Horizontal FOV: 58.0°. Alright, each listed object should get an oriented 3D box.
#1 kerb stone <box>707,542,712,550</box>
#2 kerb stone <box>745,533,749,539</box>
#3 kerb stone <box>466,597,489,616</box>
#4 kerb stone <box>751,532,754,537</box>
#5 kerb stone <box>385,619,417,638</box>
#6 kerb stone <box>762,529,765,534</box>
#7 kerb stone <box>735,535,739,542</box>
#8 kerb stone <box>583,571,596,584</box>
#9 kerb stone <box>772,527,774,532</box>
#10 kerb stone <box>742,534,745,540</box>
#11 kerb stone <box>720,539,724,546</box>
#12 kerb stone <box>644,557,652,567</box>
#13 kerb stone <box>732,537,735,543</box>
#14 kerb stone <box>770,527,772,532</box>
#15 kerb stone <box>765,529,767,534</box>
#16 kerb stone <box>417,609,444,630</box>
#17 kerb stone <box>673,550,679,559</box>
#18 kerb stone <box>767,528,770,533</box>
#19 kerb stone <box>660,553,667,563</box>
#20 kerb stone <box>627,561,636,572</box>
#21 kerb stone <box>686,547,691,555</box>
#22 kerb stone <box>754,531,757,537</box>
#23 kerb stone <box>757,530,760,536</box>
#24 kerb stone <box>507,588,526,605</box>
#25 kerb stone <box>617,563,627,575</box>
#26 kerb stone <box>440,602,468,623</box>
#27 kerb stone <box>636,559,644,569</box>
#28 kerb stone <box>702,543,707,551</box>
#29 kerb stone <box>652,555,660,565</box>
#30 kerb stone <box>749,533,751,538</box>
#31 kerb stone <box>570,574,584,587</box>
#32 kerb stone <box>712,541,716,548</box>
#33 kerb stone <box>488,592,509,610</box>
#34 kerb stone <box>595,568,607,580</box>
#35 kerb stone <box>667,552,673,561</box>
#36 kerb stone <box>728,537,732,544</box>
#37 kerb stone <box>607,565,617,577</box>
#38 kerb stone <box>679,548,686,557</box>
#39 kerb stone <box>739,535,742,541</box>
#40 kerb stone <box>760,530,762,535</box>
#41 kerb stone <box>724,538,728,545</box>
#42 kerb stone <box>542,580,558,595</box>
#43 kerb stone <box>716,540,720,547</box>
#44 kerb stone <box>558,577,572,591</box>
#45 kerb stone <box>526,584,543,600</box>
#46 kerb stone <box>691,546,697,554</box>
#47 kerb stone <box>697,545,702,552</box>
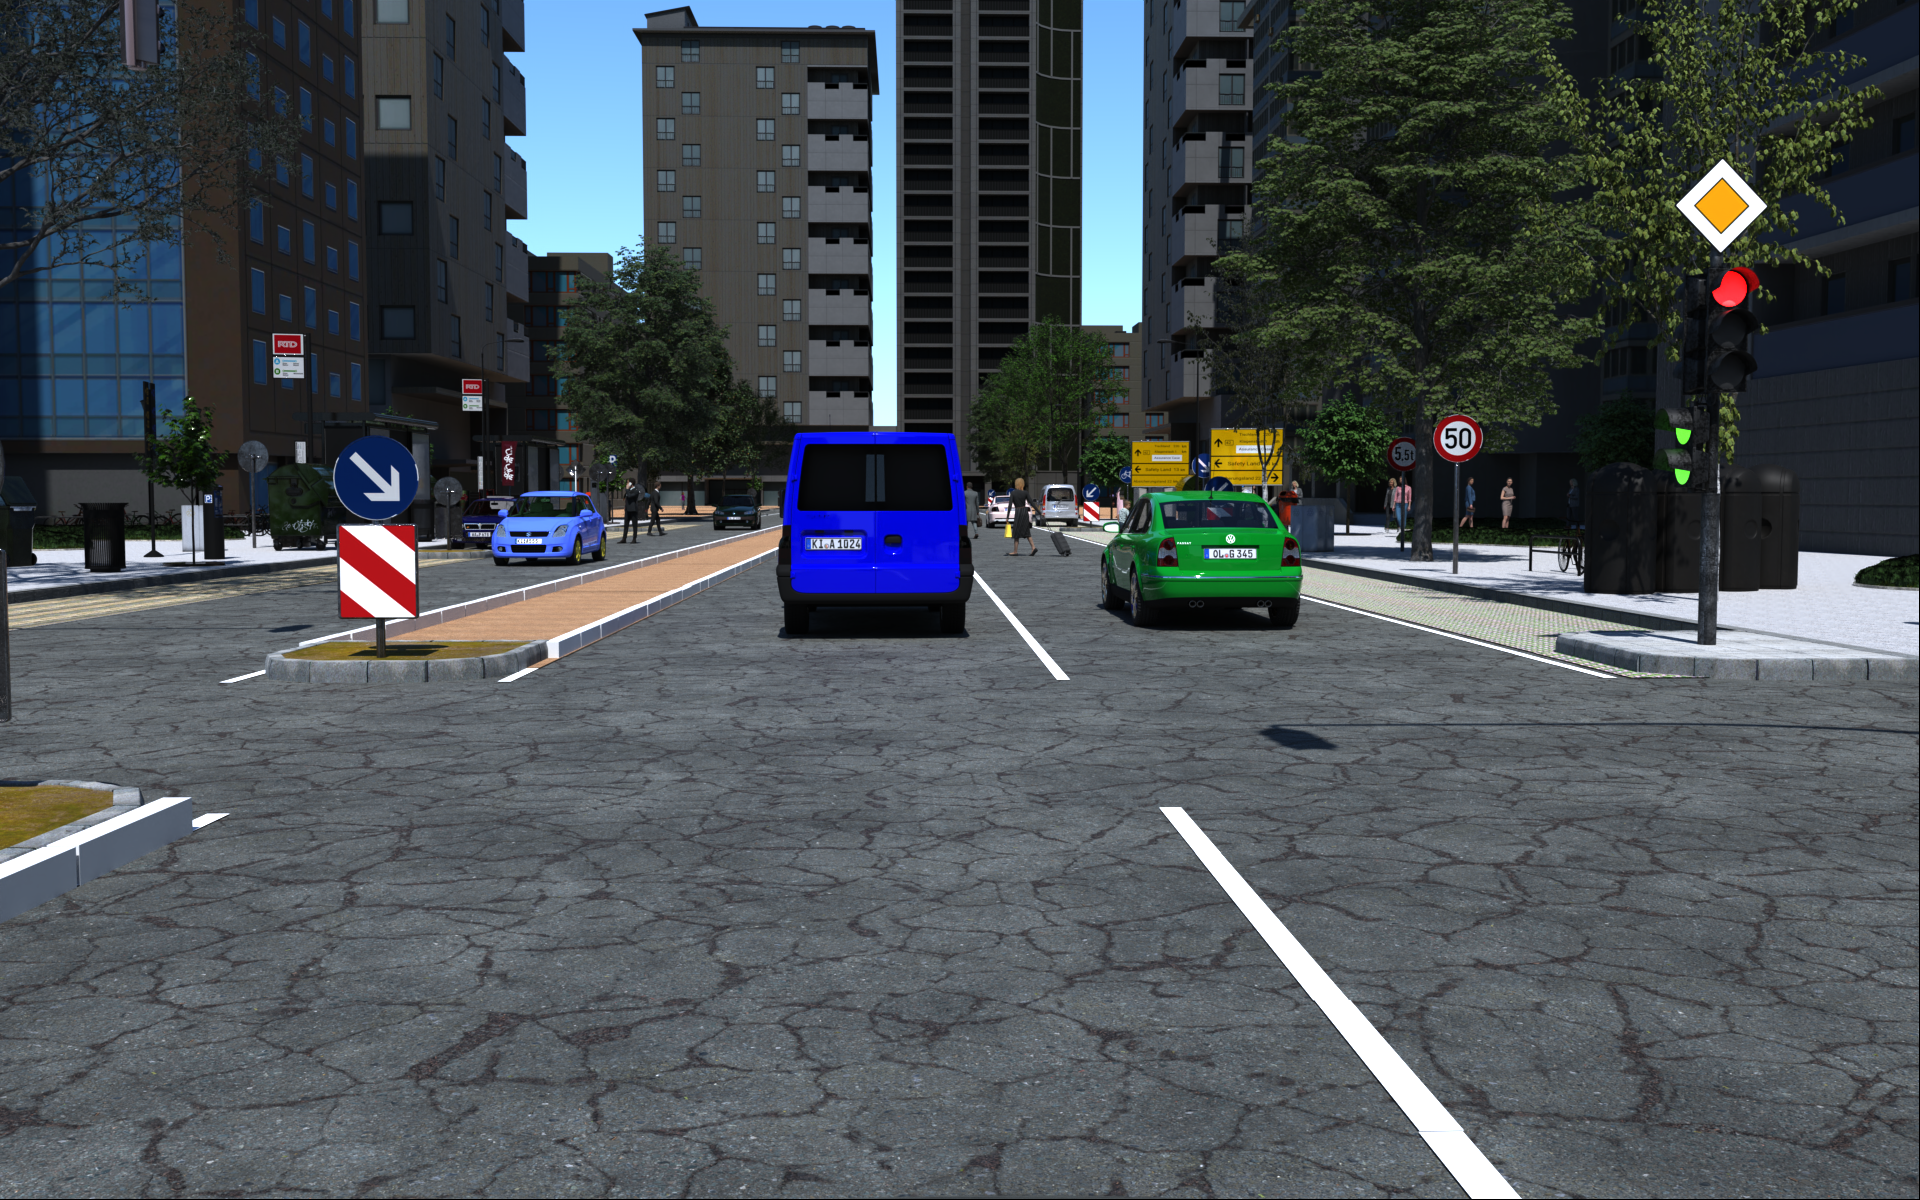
[{"bbox_3d":[-6.513,-1.342,44.131,0.120,0.150,1.000,0,4,-2],"label":"kerb stone"},{"bbox_3d":[-6.824,-1.967,54.386,0.120,0.150,1.000,0,4,-2],"label":"kerb stone"},{"bbox_3d":[-5.806,0.102,20.581,0.120,0.150,1.000,0,4,-2],"label":"kerb stone"},{"bbox_3d":[-6.892,-2.095,56.445,0.120,0.150,1.000,0,4,-2],"label":"kerb stone"},{"bbox_3d":[-5.714,0.288,17.509,0.120,0.150,1.000,0,4,-2],"label":"kerb stone"},{"bbox_3d":[-7.010,-2.342,60.558,0.120,0.150,1.000,0,4,-2],"label":"kerb stone"},{"bbox_3d":[-6.737,-1.781,51.311,0.120,0.150,1.000,0,4,-2],"label":"kerb stone"},{"bbox_3d":[-6.023,-0.340,27.758,0.120,0.150,1.000,0,4,-2],"label":"kerb stone"},{"bbox_3d":[-7.141,-2.595,64.647,0.120,0.150,1.000,0,4,-2],"label":"kerb stone"},{"bbox_3d":[-6.796,-1.905,53.358,0.120,0.150,1.000,0,4,-2],"label":"kerb stone"},{"bbox_3d":[-6.615,-1.529,47.201,0.120,0.150,1.000,0,4,-2],"label":"kerb stone"},{"bbox_3d":[-6.207,-0.713,33.905,0.120,0.150,1.000,0,4,-2],"label":"kerb stone"},{"bbox_3d":[-6.708,-1.717,50.284,0.120,0.150,1.000,0,4,-2],"label":"kerb stone"},{"bbox_3d":[-7.103,-2.534,63.625,0.120,0.150,1.000,0,4,-2],"label":"kerb stone"},{"bbox_3d":[-7.051,-2.403,61.579,0.120,0.150,1.000,0,4,-2],"label":"kerb stone"},{"bbox_3d":[-5.746,0.227,18.530,0.120,0.150,1.000,0,4,-2],"label":"kerb stone"},{"bbox_3d":[-6.337,-0.966,37.997,0.120,0.150,1.000,0,4,-2],"label":"kerb stone"},{"bbox_3d":[-7.074,-2.471,62.603,0.120,0.150,1.000,0,4,-2],"label":"kerb stone"},{"bbox_3d":[-6.268,-0.841,35.950,0.120,0.150,1.000,0,4,-2],"label":"kerb stone"},{"bbox_3d":[-6.150,-0.588,31.853,0.120,0.150,1.000,0,4,-2],"label":"kerb stone"},{"bbox_3d":[-6.398,-1.092,40.043,0.120,0.150,1.000,0,4,-2],"label":"kerb stone"},{"bbox_3d":[-6.921,-2.153,57.470,0.120,0.150,1.000,0,4,-2],"label":"kerb stone"},{"bbox_3d":[-6.950,-2.214,58.499,0.120,0.150,1.000,0,4,-2],"label":"kerb stone"},{"bbox_3d":[-5.872,-0.026,22.625,0.120,0.150,1.000,0,4,-2],"label":"kerb stone"},{"bbox_3d":[-6.115,-0.525,30.824,0.120,0.150,1.000,0,4,-2],"label":"kerb stone"},{"bbox_3d":[-5.773,0.162,19.552,0.120,0.150,1.000,0,4,-2],"label":"kerb stone"},{"bbox_3d":[-6.181,-0.652,32.875,0.120,0.150,1.000,0,4,-2],"label":"kerb stone"},{"bbox_3d":[-6.488,-1.279,43.109,0.120,0.150,1.000,0,4,-2],"label":"kerb stone"},{"bbox_3d":[-6.241,-0.778,34.927,0.120,0.150,1.000,0,4,-2],"label":"kerb stone"},{"bbox_3d":[-6.864,-2.032,55.414,0.120,0.150,1.000,0,4,-2],"label":"kerb stone"},{"bbox_3d":[-6.000,-0.278,26.736,0.120,0.150,1.000,0,4,-2],"label":"kerb stone"},{"bbox_3d":[-6.539,-1.404,45.153,0.120,0.150,1.000,0,4,-2],"label":"kerb stone"},{"bbox_3d":[-5.839,0.036,21.603,0.120,0.150,1.000,0,4,-2],"label":"kerb stone"},{"bbox_3d":[-6.054,-0.403,28.780,0.120,0.150,1.000,0,4,-2],"label":"kerb stone"},{"bbox_3d":[-6.304,-0.904,36.972,0.120,0.150,1.000,0,4,-2],"label":"kerb stone"},{"bbox_3d":[-6.674,-1.655,49.248,0.120,0.150,1.000,0,4,-2],"label":"kerb stone"},{"bbox_3d":[-6.083,-0.465,29.803,0.120,0.150,1.000,0,4,-2],"label":"kerb stone"},{"bbox_3d":[-6.359,-1.029,39.022,0.120,0.150,1.000,0,4,-2],"label":"kerb stone"},{"bbox_3d":[-6.766,-1.839,52.337,0.120,0.150,1.000,0,4,-2],"label":"kerb stone"},{"bbox_3d":[-6.983,-2.284,59.531,0.120,0.150,1.000,0,4,-2],"label":"kerb stone"},{"bbox_3d":[-6.646,-1.592,48.223,0.120,0.150,1.000,0,4,-2],"label":"kerb stone"},{"bbox_3d":[-5.931,-0.152,24.677,0.120,0.150,1.000,0,4,-2],"label":"kerb stone"},{"bbox_3d":[-6.575,-1.464,46.175,0.120,0.150,1.000,0,4,-2],"label":"kerb stone"},{"bbox_3d":[-5.961,-0.215,25.707,0.120,0.150,1.000,0,4,-2],"label":"kerb stone"},{"bbox_3d":[-5.892,-0.089,23.651,0.120,0.150,1.000,0,4,-2],"label":"kerb stone"},{"bbox_3d":[-6.425,-1.154,41.065,0.120,0.150,1.000,0,4,-2],"label":"kerb stone"},{"bbox_3d":[-6.456,-1.217,42.087,0.120,0.150,1.000,0,4,-2],"label":"kerb stone"}]
